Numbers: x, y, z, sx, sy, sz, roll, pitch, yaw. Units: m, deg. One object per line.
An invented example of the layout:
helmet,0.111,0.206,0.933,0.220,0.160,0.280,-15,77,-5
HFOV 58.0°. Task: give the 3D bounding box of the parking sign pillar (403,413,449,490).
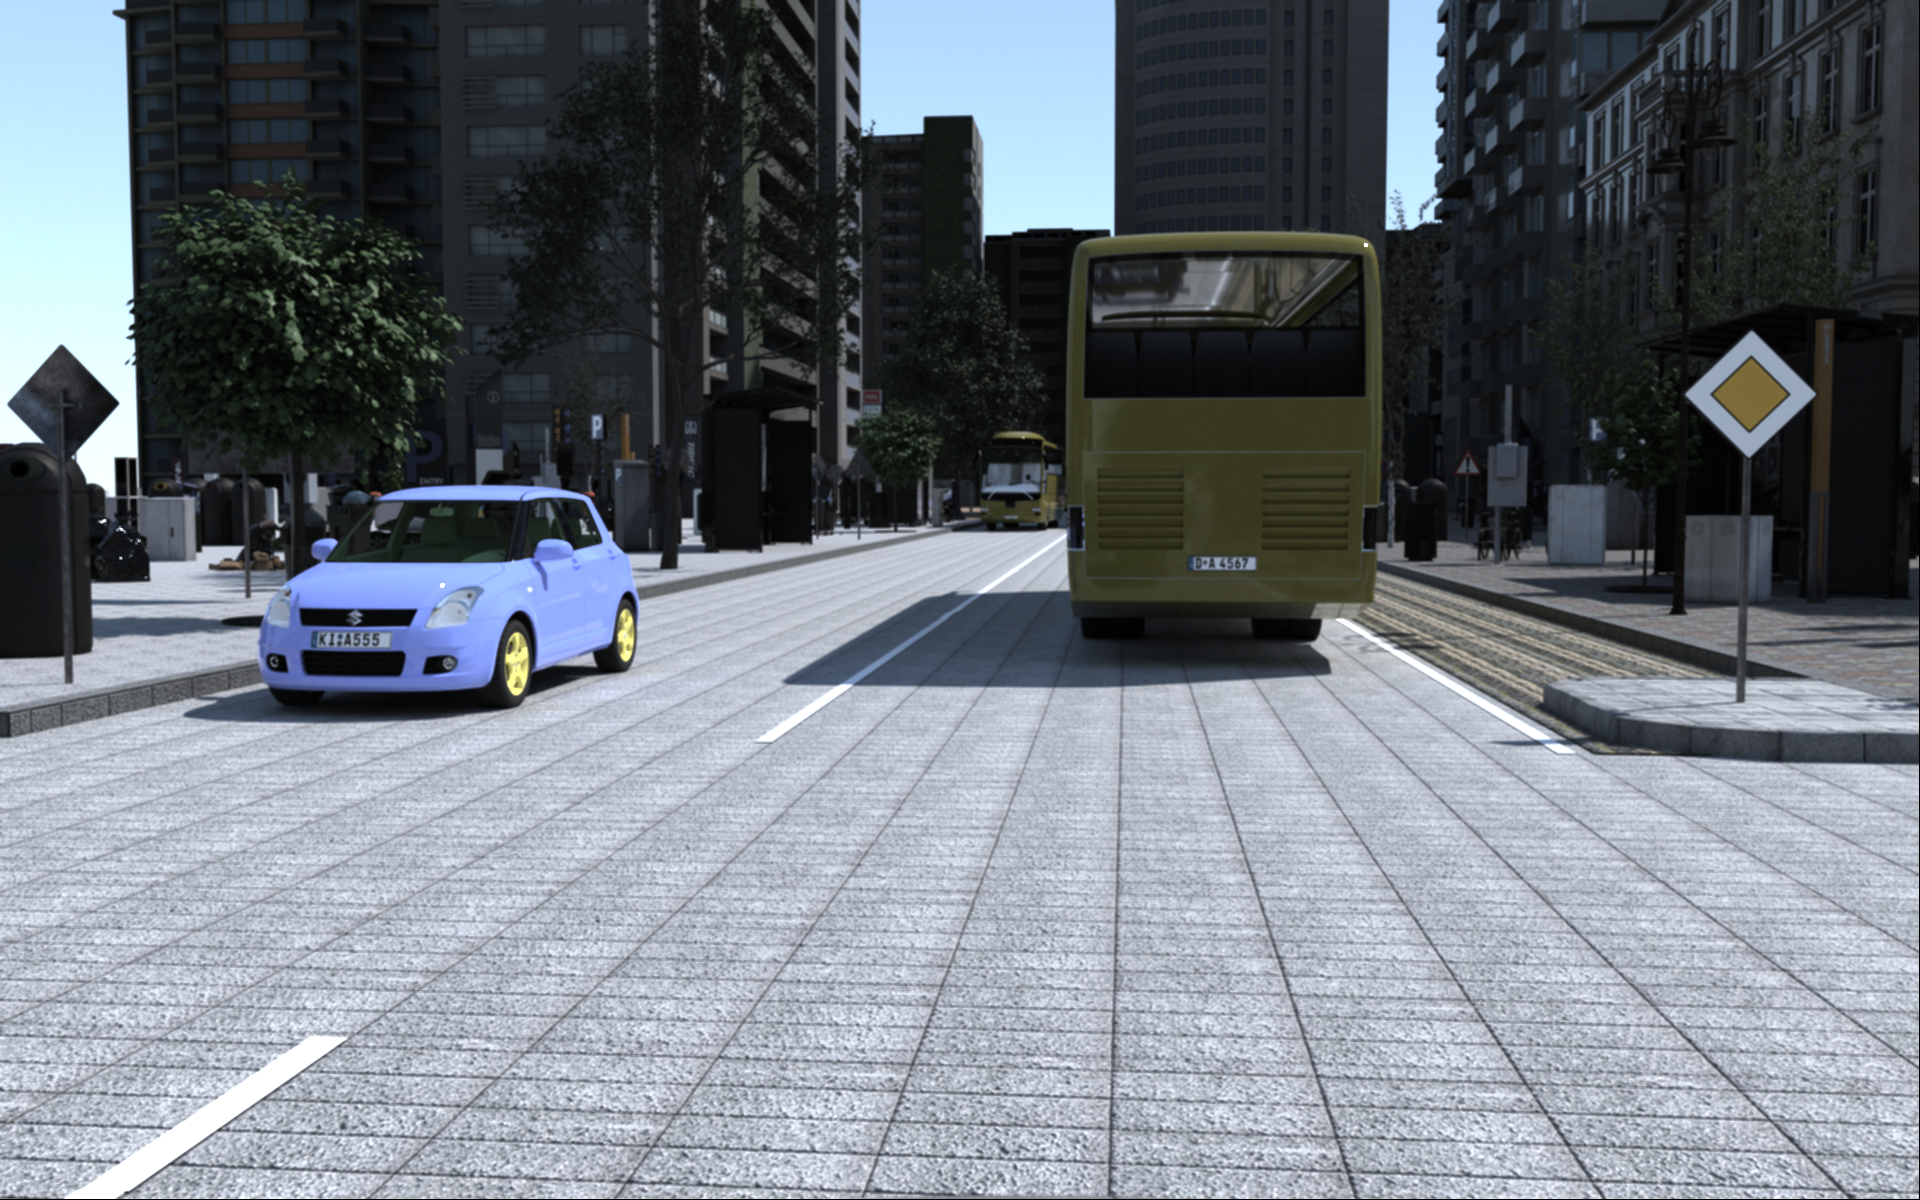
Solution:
parking sign pillar,-16.227,-3.924,52.637,1.447,3.967,1.447,-1,4,-16

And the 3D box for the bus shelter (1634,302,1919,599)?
bus shelter,11.192,-2.018,24.280,1.731,3.624,6.357,0,4,6

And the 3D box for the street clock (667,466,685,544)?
street clock,-7.236,-2.421,44.147,0.358,2.002,0.471,-3,5,-43

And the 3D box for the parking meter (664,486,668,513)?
parking meter,-9.286,-2.883,55.555,0.372,1.533,0.369,0,3,0

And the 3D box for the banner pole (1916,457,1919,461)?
banner pole,9.132,-1.575,15.776,0.863,3.779,0.401,0,4,-3

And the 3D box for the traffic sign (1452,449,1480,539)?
traffic sign,14.603,-3.050,49.869,0.884,2.594,0.081,0,4,7

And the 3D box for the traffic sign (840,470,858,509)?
traffic sign,-4.478,-4.222,70.209,0.795,2.450,0.064,1,4,9

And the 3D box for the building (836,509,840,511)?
building,-22.501,-36.549,139.568,28.212,58.520,21.231,0,4,5

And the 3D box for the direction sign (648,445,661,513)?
direction sign,-14.090,-5.380,79.966,0.876,3.537,0.379,3,5,43

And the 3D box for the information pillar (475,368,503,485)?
information pillar,-8.686,-2.487,32.021,0.504,3.616,0.183,-1,4,-21

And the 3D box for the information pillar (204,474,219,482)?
information pillar,-25.808,-4.179,59.686,0.504,3.616,0.183,-1,4,-19

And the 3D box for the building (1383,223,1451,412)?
building,51.947,-25.434,187.547,14.107,30.474,14.160,0,4,5

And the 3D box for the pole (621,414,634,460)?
pole,-8.502,-3.073,44.079,0.158,3.312,0.155,0,3,0

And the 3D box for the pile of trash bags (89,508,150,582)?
pile of trash bags,-13.667,-0.932,24.990,3.447,1.369,1.912,-3,4,-38

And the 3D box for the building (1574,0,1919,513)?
building,33.070,-15.032,64.863,14.460,24.649,34.723,0,4,5

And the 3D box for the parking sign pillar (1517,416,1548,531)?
parking sign pillar,19.852,-4.395,60.333,1.447,3.967,1.447,3,5,43

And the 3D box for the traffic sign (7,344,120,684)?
traffic sign,-6.034,-0.491,11.673,0.795,2.450,0.064,0,4,5

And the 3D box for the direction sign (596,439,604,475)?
direction sign,-14.819,-4.854,71.353,0.379,3.537,0.876,0,4,5

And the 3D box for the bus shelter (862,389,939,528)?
bus shelter,-2.406,-5.592,69.059,2.179,5.291,8.768,0,4,6

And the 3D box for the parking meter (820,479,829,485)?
parking meter,-5.254,-3.748,66.994,0.399,1.863,0.255,0,4,-4

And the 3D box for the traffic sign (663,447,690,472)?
traffic sign,-7.569,-2.817,46.159,0.768,2.556,0.104,1,4,13

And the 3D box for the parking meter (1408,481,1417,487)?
parking meter,20.007,-4.343,76.716,0.399,1.863,0.255,1,4,23

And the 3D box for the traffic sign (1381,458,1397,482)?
traffic sign,14.909,-3.690,60.437,0.768,2.556,0.104,1,4,11

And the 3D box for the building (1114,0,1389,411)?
building,31.080,-39.679,190.743,28.212,58.520,21.231,0,4,5

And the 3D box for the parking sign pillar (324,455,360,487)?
parking sign pillar,-24.224,-4.855,67.856,1.447,3.967,1.447,-2,4,-27

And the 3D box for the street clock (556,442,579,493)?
street clock,-5.465,-1.192,24.055,0.358,2.002,0.471,-1,4,-9

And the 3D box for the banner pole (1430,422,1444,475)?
banner pole,16.639,-4.318,60.617,0.863,3.779,0.401,-3,4,-36

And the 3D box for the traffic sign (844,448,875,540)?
traffic sign,-2.834,-2.971,48.575,0.884,2.594,0.081,1,4,12

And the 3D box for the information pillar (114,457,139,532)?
information pillar,-16.608,-1.837,34.533,0.304,2.012,0.304,1,4,10

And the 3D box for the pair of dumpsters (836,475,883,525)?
pair of dumpsters,-4.187,-4.313,73.008,1.574,2.255,4.437,0,4,5

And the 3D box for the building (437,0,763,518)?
building,-19.237,-25.175,95.201,14.154,41.232,14.086,0,4,5

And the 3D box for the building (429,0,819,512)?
building,-21.684,-29.954,113.448,21.300,48.544,21.600,0,4,5

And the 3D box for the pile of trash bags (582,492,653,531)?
pile of trash bags,-13.022,-3.384,65.080,3.447,1.369,1.912,3,4,36

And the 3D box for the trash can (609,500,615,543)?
trash can,-8.013,-1.823,41.458,0.748,1.137,0.748,0,3,0

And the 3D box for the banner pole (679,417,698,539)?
banner pole,-7.828,-3.644,49.599,0.863,3.779,0.401,2,4,25

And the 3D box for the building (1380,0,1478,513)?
building,43.874,-49.831,127.406,22.319,86.520,31.000,0,4,5

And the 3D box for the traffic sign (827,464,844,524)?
traffic sign,-5.323,-4.518,73.972,0.768,2.556,0.104,0,4,7

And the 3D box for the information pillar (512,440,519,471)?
information pillar,-19.425,-5.163,75.775,0.183,3.616,0.504,1,4,10

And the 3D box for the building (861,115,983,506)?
building,-4.818,-31.035,191.019,14.086,41.232,14.154,0,4,5

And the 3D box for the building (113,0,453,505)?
building,-51.156,-29.818,142.146,28.867,44.769,22.147,0,4,5

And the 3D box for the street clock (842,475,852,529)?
street clock,-4.157,-3.618,63.719,0.358,2.002,0.471,-1,4,-16

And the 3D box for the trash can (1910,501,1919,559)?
trash can,18.724,-1.387,34.332,0.748,1.137,0.748,0,3,0

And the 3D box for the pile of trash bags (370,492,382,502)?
pile of trash bags,-23.201,-3.875,73.115,3.447,1.369,1.912,-2,4,-24

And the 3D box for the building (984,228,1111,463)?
building,9.785,-25.658,191.216,14.107,30.474,14.160,0,4,5

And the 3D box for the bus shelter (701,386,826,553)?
bus shelter,-4.549,-3.040,40.988,1.731,3.624,6.357,0,4,6

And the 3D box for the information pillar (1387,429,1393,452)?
information pillar,15.071,-4.246,60.777,0.183,3.616,0.504,0,3,0

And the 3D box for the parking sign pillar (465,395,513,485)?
parking sign pillar,-12.901,-3.612,47.535,1.447,3.967,1.447,2,4,33

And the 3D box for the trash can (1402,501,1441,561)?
trash can,8.835,-1.318,33.202,0.748,1.137,0.748,0,3,0

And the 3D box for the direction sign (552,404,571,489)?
direction sign,-10.118,-3.185,44.073,0.379,3.537,0.876,1,4,16

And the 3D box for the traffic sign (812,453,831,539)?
traffic sign,-4.045,-2.932,49.119,0.795,2.450,0.064,1,4,14

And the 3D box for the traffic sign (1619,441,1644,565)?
traffic sign,12.204,-1.786,31.339,0.606,2.300,0.079,1,4,12

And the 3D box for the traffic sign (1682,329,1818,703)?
traffic sign,4.808,-0.426,10.612,0.795,2.450,0.064,0,4,5

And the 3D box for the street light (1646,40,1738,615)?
street light,7.656,-2.783,18.284,0.468,5.910,1.993,0,4,5

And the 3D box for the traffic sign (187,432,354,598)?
traffic sign,-8.462,-1.671,21.194,2.265,3.308,0.079,1,4,12

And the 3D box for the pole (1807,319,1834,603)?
pole,10.106,-1.620,20.335,0.158,3.312,0.155,0,3,0

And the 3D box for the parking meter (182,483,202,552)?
parking meter,-16.899,-1.816,38.099,0.372,1.533,0.369,0,3,0

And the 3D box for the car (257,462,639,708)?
car,-3.657,-0.195,12.782,1.945,1.707,3.694,0,4,7

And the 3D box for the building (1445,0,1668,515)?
building,41.465,-29.258,97.969,23.786,49.044,30.456,0,4,5
